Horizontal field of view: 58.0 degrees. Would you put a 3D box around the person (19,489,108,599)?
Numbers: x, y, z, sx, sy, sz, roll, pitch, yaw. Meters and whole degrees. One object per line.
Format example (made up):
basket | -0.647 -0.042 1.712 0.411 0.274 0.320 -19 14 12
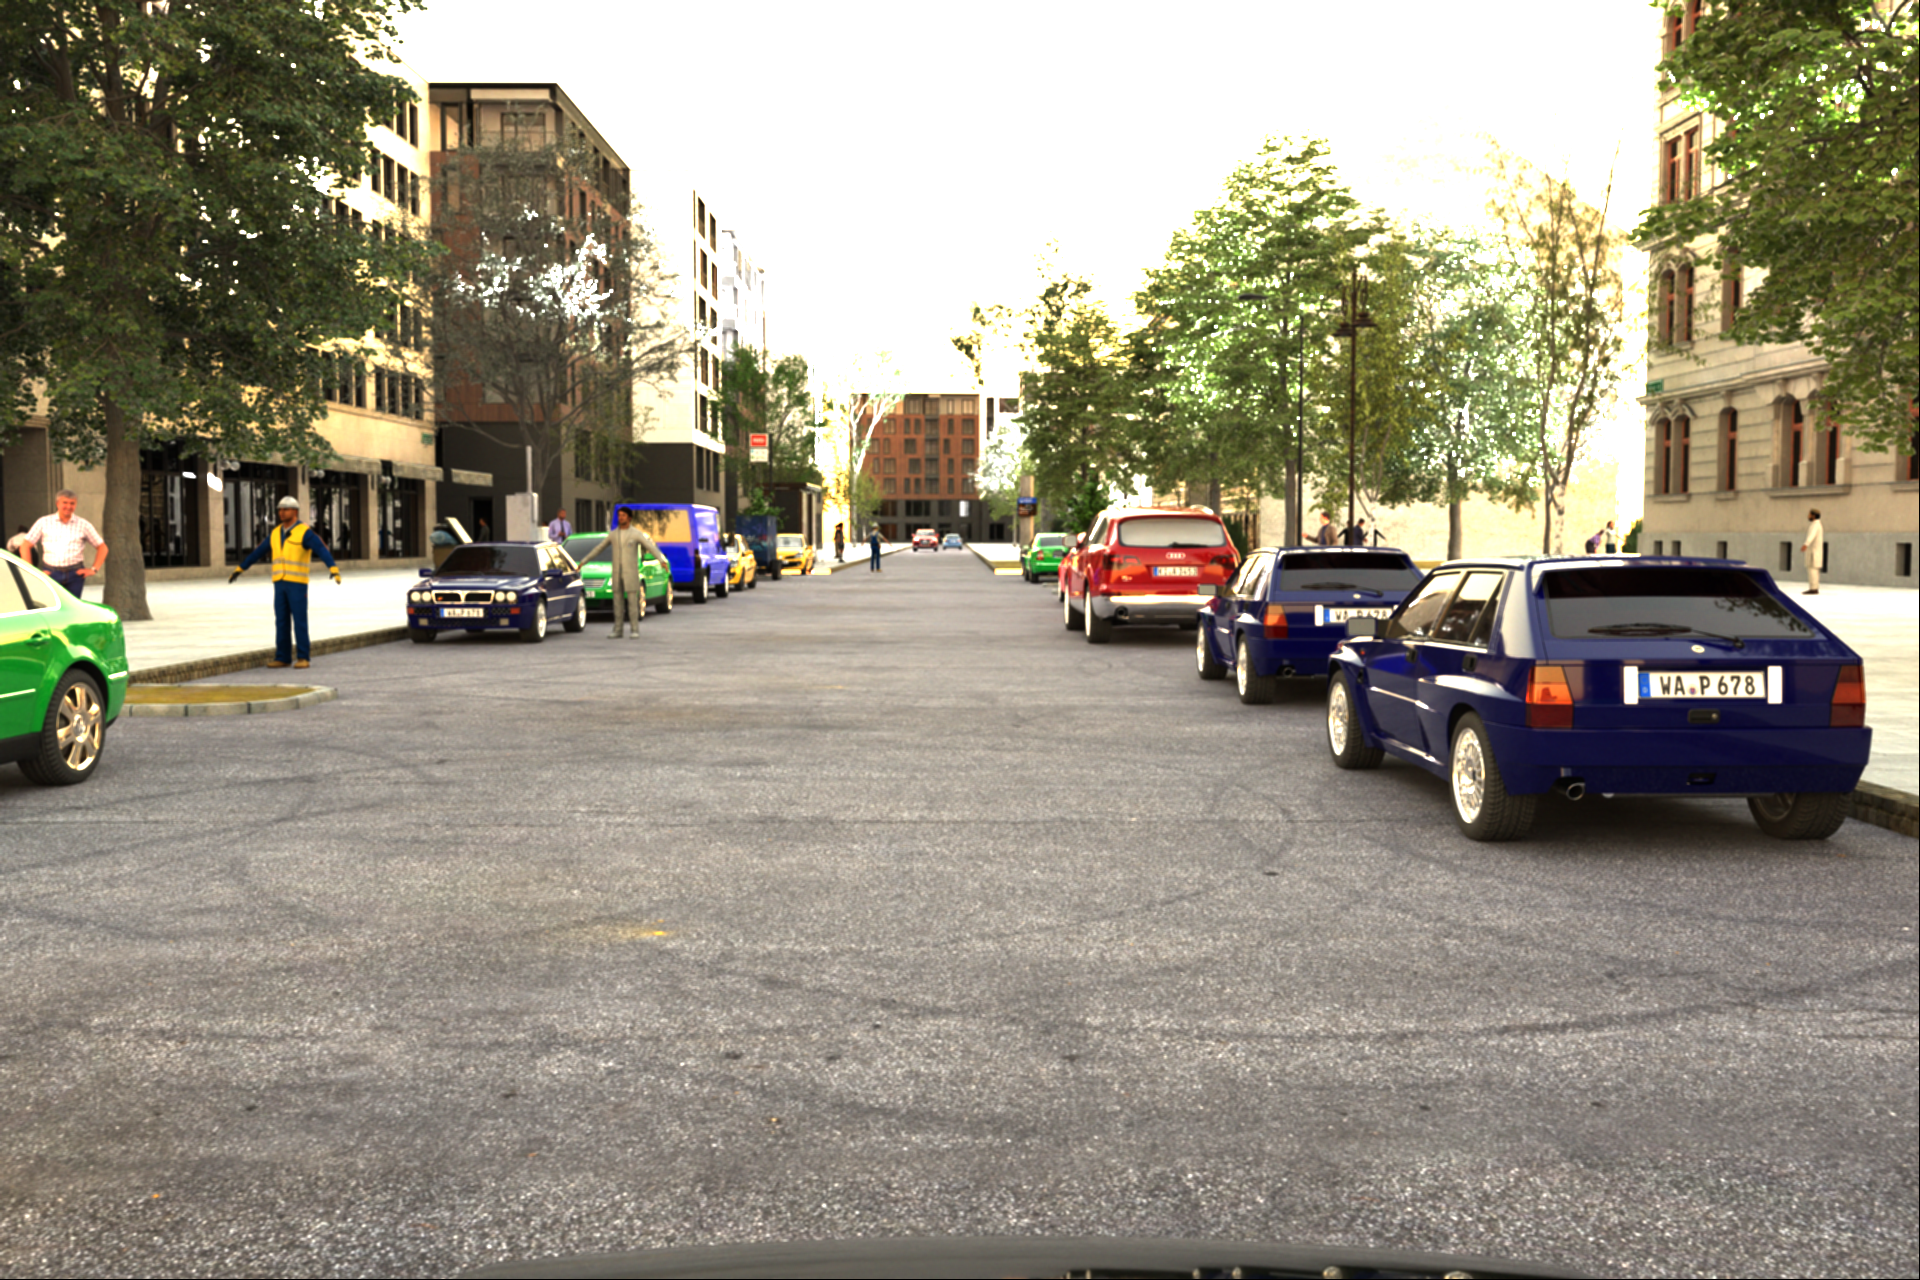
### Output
person | -8.611 -0.591 16.647 0.756 1.711 0.436 -1 4 -23

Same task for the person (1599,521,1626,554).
person | 22.489 -3.235 59.727 1.217 1.735 0.721 -2 4 -25

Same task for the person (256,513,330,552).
person | -11.769 -1.492 30.562 1.345 1.807 0.704 -3 4 -38

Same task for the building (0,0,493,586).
building | -30.973 -15.433 54.495 24.374 26.755 37.873 0 3 0

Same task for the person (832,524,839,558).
person | -6.566 -5.232 91.817 0.705 1.796 1.348 -1 4 -12

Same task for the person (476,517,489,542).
person | -15.185 -3.003 55.170 0.705 1.821 1.348 0 4 -4

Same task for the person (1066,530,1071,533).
person | 6.538 -5.856 101.867 1.348 1.813 0.705 0 4 3

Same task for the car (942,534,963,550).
car | -0.705 -9.040 159.805 2.014 1.417 4.499 0 4 -1

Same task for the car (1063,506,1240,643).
car | 2.632 -0.953 24.252 2.281 1.827 5.304 0 4 -2

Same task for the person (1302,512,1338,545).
person | 7.789 -1.898 37.611 0.750 1.759 0.617 0 4 -3

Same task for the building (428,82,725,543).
building | -28.892 -15.345 94.873 27.936 21.610 32.646 0 4 -1

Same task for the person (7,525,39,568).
person | -15.585 -1.203 28.907 0.799 1.438 0.628 2 4 29

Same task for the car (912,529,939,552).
car | -2.860 -8.272 143.924 2.281 1.827 5.304 0 3 0

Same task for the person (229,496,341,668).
person | -7.187 -0.619 18.547 1.349 1.833 0.705 1 4 15

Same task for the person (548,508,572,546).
person | -8.498 -1.910 37.143 0.709 1.838 0.599 -3 5 -41

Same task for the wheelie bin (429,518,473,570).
wheelie bin | -9.758 -1.548 33.214 0.693 1.594 0.980 0 4 -1

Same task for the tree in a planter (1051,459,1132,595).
tree in a planter | 3.186 -2.701 41.389 1.991 3.239 1.994 0 4 1

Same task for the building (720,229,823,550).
building | -25.605 -17.647 132.496 27.936 21.610 32.646 0 4 0

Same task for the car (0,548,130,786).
car | -5.924 0.015 8.551 1.959 1.807 4.718 0 4 0

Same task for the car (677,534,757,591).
car | -6.262 -2.098 44.527 2.015 1.641 3.980 0 3 0

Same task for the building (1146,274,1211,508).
building | 23.182 -17.420 115.741 19.493 23.208 18.063 0 4 0

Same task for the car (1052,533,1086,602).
car | 2.991 -1.606 35.302 2.155 1.783 4.494 0 4 0

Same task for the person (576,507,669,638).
person | -4.624 -0.931 23.859 1.347 1.806 0.705 1 4 12

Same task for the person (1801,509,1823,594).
person | 18.160 -1.885 36.906 0.704 1.819 1.344 2 4 35

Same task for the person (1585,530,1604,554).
person | 22.722 -3.220 61.930 0.421 1.427 0.697 -3 5 -44

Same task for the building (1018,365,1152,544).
building | 21.447 -23.354 225.818 27.936 21.610 32.646 0 4 -1

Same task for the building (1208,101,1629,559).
building | 24.599 -16.300 97.439 19.493 23.208 18.063 0 4 0

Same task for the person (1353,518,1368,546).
person | 12.472 -2.905 53.995 0.568 1.767 0.683 -1 4 -22

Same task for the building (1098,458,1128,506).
building | 21.014 -15.243 191.372 9.099 9.664 28.070 0 4 -1

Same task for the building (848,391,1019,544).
building | -0.229 -25.259 259.419 32.646 21.610 27.936 0 4 -5

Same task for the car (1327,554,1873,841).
car | 3.193 0.192 9.440 1.945 1.354 3.894 0 4 -2

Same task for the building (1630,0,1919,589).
building | 28.598 -15.768 45.202 14.401 28.519 23.554 0 4 0

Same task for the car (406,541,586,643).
car | -6.377 -0.702 24.059 1.945 1.354 3.894 0 4 0

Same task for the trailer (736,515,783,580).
trailer | -6.336 -2.835 53.395 1.471 1.999 3.904 0 4 0

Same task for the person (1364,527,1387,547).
person | 20.503 -4.876 85.916 1.347 1.806 0.705 2 4 35

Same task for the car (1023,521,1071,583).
car | 2.886 -2.626 51.739 1.959 1.807 4.718 0 4 -1

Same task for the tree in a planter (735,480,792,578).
tree in a planter | -6.584 -3.651 56.913 1.991 3.239 1.994 0 4 1

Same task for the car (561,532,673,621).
car | -6.115 -1.293 29.935 1.959 1.807 4.718 0 4 0

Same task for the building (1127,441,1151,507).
building | 19.616 -12.246 142.364 9.099 9.664 28.070 0 4 0

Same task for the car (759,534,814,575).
car | -6.239 -3.180 62.217 2.015 1.641 3.980 0 4 0

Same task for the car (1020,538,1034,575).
car | 3.037 -2.846 59.118 1.945 1.354 3.894 0 4 -1

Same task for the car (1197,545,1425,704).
car | 3.224 -0.204 15.908 1.945 1.354 3.894 0 3 0

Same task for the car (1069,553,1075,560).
car | 2.965 -1.241 29.326 2.155 1.783 4.494 0 4 -1
